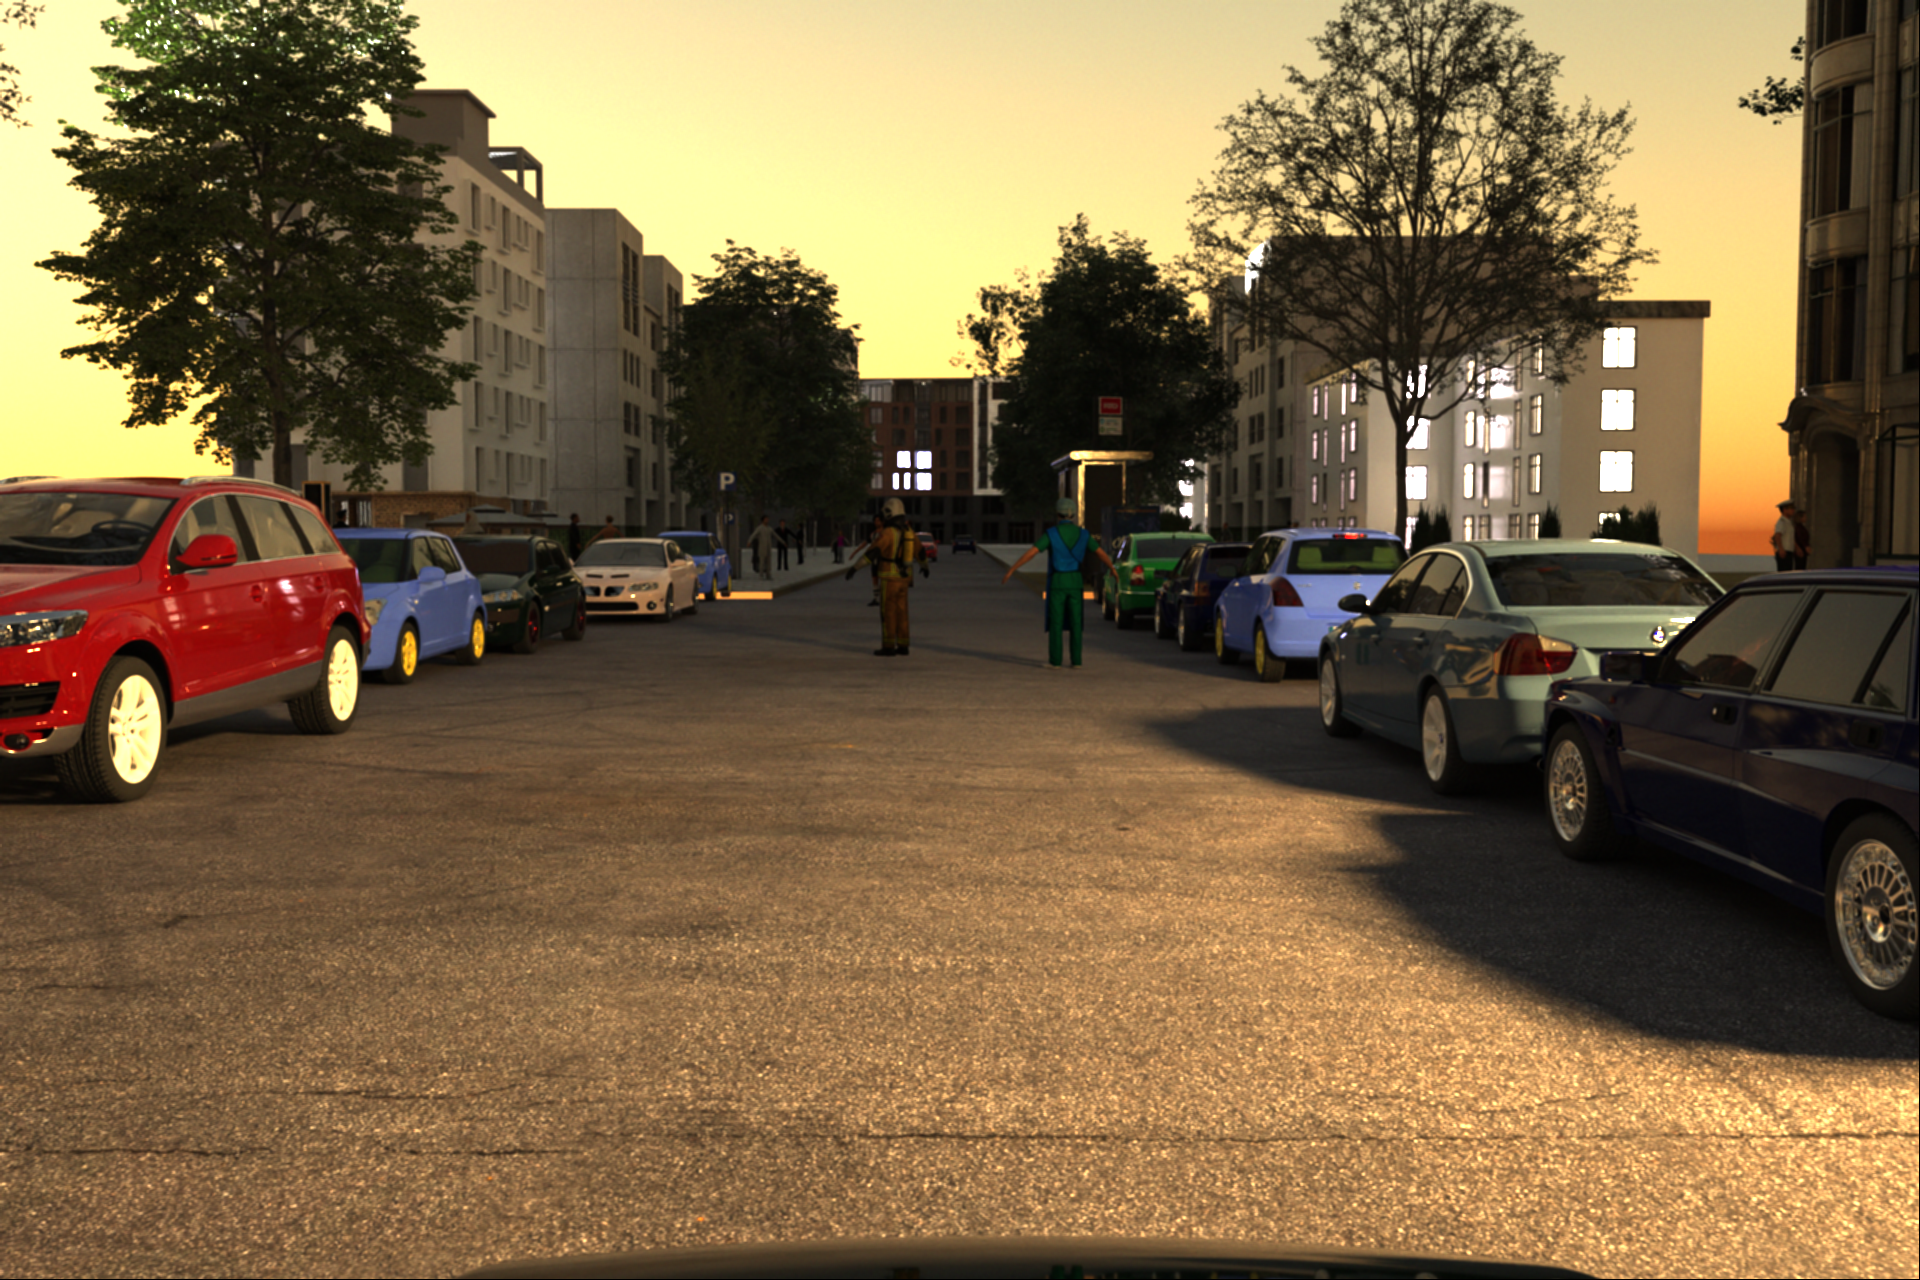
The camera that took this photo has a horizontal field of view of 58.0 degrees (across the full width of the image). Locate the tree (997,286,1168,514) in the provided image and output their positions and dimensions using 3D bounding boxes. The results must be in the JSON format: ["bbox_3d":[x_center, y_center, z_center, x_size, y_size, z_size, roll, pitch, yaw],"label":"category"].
[{"bbox_3d":[6.444,-10.991,86.366,9.857,13.997,8.962,0,3,0],"label":"tree"}]

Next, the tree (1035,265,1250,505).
[{"bbox_3d":[6.324,-7.641,59.336,8.767,10.594,7.601,3,5,43],"label":"tree"}]

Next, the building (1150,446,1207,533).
[{"bbox_3d":[24.214,-13.789,167.598,9.099,9.664,28.070,0,4,0],"label":"building"}]

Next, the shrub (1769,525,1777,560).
[{"bbox_3d":[28.015,-3.274,57.957,1.690,2.028,1.600,0,3,0],"label":"shrub"}]

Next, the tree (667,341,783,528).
[{"bbox_3d":[-9.101,-7.135,67.025,4.737,8.622,4.395,0,3,0],"label":"tree"}]

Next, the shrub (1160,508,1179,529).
[{"bbox_3d":[6.134,-2.925,51.869,1.661,2.075,1.752,0,3,0],"label":"shrub"}]

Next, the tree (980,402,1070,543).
[{"bbox_3d":[6.536,-14.537,144.329,9.857,13.997,8.962,0,3,0],"label":"tree"}]

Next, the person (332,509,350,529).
[{"bbox_3d":[-13.840,-2.015,38.874,1.347,1.837,0.705,2,4,27],"label":"person"}]

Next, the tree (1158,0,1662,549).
[{"bbox_3d":[9.409,-7.713,36.471,12.009,13.543,11.850,0,3,0],"label":"tree"}]

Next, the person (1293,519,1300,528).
[{"bbox_3d":[11.005,-3.106,57.255,0.721,1.772,1.216,1,4,9],"label":"person"}]

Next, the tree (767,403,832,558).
[{"bbox_3d":[-8.219,-8.794,94.146,4.360,8.622,3.978,0,3,0],"label":"tree"}]

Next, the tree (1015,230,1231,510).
[{"bbox_3d":[7.059,-10.176,73.036,9.857,13.997,8.962,0,3,0],"label":"tree"}]

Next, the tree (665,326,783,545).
[{"bbox_3d":[-8.608,-6.803,61.595,4.360,8.622,3.978,0,3,0],"label":"tree"}]

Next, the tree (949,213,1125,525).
[{"bbox_3d":[5.711,-15.222,104.762,12.611,20.169,13.585,0,3,0],"label":"tree"}]

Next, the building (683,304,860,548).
[{"bbox_3d":[-24.896,-19.973,170.538,27.936,21.610,32.646,0,4,1],"label":"building"}]

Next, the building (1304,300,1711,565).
[{"bbox_3d":[22.401,-8.212,76.411,9.099,9.664,28.070,0,4,0],"label":"building"}]

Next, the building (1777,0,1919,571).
[{"bbox_3d":[25.451,-12.596,22.591,14.369,24.946,33.146,0,4,0],"label":"building"}]

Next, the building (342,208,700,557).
[{"bbox_3d":[-27.148,-14.895,109.992,16.747,18.905,31.486,0,4,-1],"label":"building"}]

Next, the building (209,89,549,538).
[{"bbox_3d":[-25.914,-13.379,75.173,16.016,20.090,11.380,0,4,0],"label":"building"}]

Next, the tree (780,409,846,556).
[{"bbox_3d":[-8.600,-9.271,101.943,4.737,8.622,4.395,0,3,0],"label":"tree"}]

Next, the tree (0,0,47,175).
[{"bbox_3d":[-11.751,-6.281,13.064,12.009,13.543,11.850,0,3,0],"label":"tree"}]

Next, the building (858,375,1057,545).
[{"bbox_3d":[0.616,-23.789,235.378,32.646,21.610,27.936,0,4,5],"label":"building"}]

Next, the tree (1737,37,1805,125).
[{"bbox_3d":[27.841,-11.732,47.710,12.611,20.169,13.585,0,3,0],"label":"tree"}]

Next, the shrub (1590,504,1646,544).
[{"bbox_3d":[17.310,-2.527,45.362,1.661,2.075,1.752,0,3,0],"label":"shrub"}]

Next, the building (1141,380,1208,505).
[{"bbox_3d":[24.168,-21.548,208.728,16.016,20.090,11.380,0,3,0],"label":"building"}]

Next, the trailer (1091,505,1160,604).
[{"bbox_3d":[3.502,-1.798,36.445,1.471,1.999,3.904,0,3,0],"label":"trailer"}]

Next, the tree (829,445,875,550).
[{"bbox_3d":[-8.436,-11.507,138.499,4.360,8.622,3.978,0,3,0],"label":"tree"}]

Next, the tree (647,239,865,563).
[{"bbox_3d":[-8.806,-10.379,76.351,9.857,13.997,8.962,0,3,0],"label":"tree"}]

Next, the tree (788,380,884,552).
[{"bbox_3d":[-9.212,-12.624,124.528,7.486,12.596,7.792,0,3,0],"label":"tree"}]

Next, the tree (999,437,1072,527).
[{"bbox_3d":[6.877,-11.717,125.979,8.767,10.594,7.601,-1,4,-23],"label":"tree"}]

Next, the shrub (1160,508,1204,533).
[{"bbox_3d":[6.044,-2.692,48.431,1.690,2.028,1.600,0,3,0],"label":"shrub"}]

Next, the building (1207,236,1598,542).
[{"bbox_3d":[26.676,-14.982,111.413,16.747,18.905,31.486,0,4,0],"label":"building"}]

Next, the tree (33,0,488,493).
[{"bbox_3d":[-12.659,-6.915,31.182,7.486,12.596,7.792,0,3,0],"label":"tree"}]
